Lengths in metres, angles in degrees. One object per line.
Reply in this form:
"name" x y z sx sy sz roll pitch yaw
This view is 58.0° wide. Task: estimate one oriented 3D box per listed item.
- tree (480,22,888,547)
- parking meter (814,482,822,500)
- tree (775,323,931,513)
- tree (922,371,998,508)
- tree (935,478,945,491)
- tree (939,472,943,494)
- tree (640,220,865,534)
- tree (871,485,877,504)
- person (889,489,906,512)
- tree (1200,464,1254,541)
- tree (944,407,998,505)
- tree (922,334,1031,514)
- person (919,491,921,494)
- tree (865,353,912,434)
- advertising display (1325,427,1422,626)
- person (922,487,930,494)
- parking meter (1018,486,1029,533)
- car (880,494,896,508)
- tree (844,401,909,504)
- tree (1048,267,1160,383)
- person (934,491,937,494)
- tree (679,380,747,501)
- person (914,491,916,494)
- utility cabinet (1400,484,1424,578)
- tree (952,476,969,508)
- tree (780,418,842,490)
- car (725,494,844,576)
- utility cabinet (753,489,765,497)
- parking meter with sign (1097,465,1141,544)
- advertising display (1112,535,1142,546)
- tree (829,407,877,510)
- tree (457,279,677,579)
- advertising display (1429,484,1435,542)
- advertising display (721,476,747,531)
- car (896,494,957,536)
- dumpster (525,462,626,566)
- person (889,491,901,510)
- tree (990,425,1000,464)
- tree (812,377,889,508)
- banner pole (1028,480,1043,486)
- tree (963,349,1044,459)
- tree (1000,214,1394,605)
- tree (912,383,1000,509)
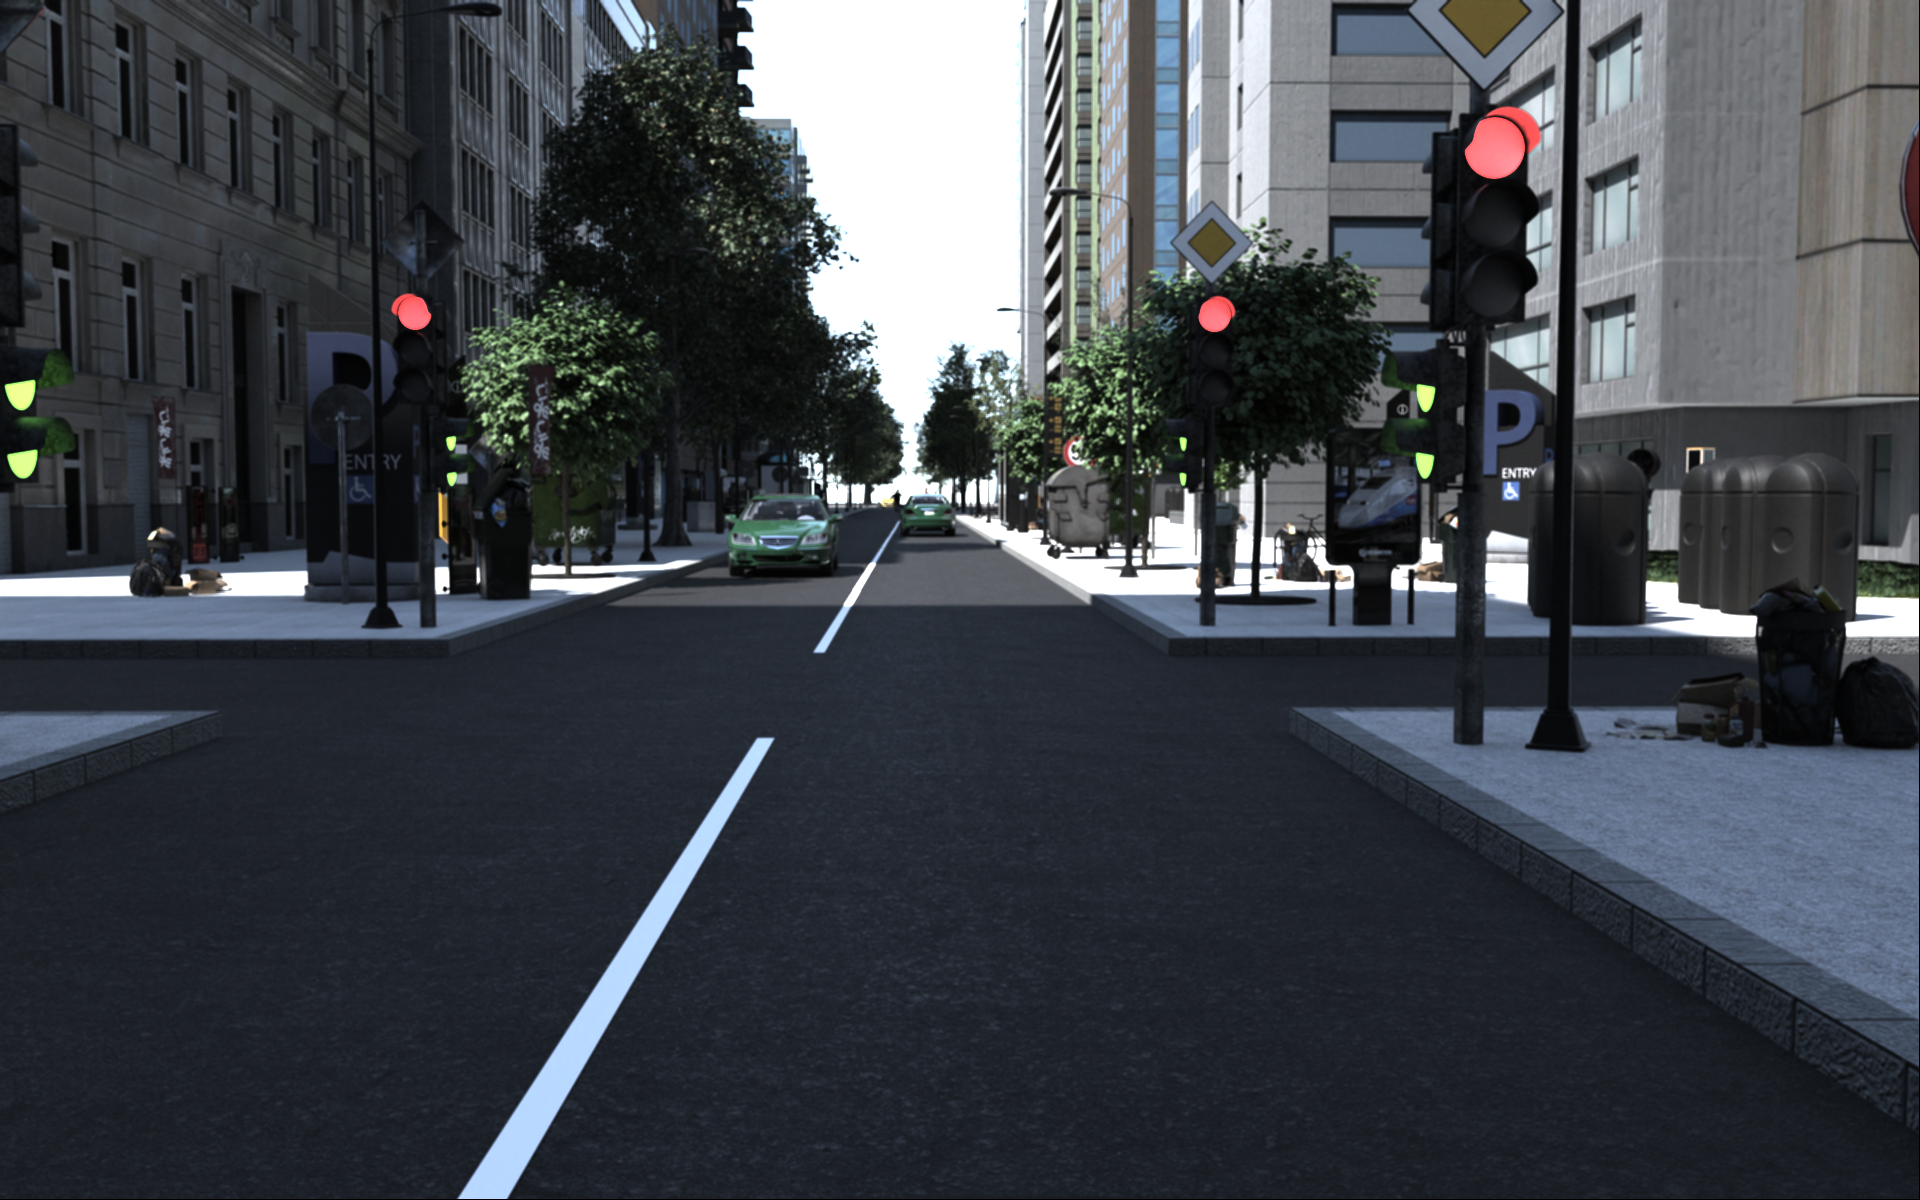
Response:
"tree" -7.038 -7.683 42.629 9.611 12.733 9.660 0 3 0
"parking meter" -6.753 -4.687 82.344 0.399 1.863 0.255 0 4 1
"tree" -9.250 -12.720 118.347 12.009 13.543 11.850 0 3 0
"tree" -0.029 -14.696 158.408 7.486 12.596 7.792 0 3 0
"tree" -2.446 -17.808 241.515 4.360 8.622 3.978 0 3 0
"tree" -2.648 -19.415 227.806 12.009 13.543 11.850 0 3 0
"tree" -7.764 -7.446 56.157 8.767 10.594 7.601 0 4 0
"tree" -12.290 -14.753 235.811 1.663 3.219 1.824 0 3 0
"person" -4.876 -7.829 136.139 1.348 1.869 0.705 0 4 5
"tree" 7.099 -3.213 47.140 1.663 3.219 1.824 0 3 0
"tree" -0.479 -15.786 175.101 9.611 12.733 9.660 0 3 0
"tree" 1.066 -11.457 113.070 9.928 11.665 9.643 0 3 0
"person" -4.588 -11.707 200.638 1.217 1.736 0.721 0 4 -6
"tree" -6.989 -8.459 72.724 8.767 10.594 7.601 0 4 6
"advertising display" 4.036 -0.715 16.911 0.974 1.923 0.123 -1 4 -15
"person" -1.886 -5.409 96.878 1.348 1.831 0.705 0 4 -4
"parking meter" 2.083 -2.980 57.126 0.372 1.533 0.369 0 3 0
"car" -7.161 -10.260 177.974 2.015 1.641 3.980 0 4 -1
"tree" -11.240 -18.977 216.932 9.857 13.997 8.962 0 3 0
"tree" 4.951 -6.413 55.219 4.360 8.622 3.978 0 3 0
"person" -2.049 -8.213 143.718 0.436 1.711 0.756 3 4 39
"tree" -12.262 -8.091 82.648 4.737 8.622 4.395 0 3 0
"person" -6.005 -13.580 230.557 0.705 1.821 1.348 1 4 10
"utility cabinet" 6.977 -1.101 26.687 0.318 1.500 1.173 1 4 17
"tree" 0.245 -10.437 165.243 1.663 3.219 1.824 0 3 0
"tree" -8.360 -9.072 98.686 4.737 8.622 4.395 0 3 0
"car" -3.182 -1.219 31.731 2.131 1.459 4.920 0 4 -2
"utility cabinet" -8.862 -4.137 76.322 0.318 1.500 1.173 0 4 7
"parking meter with sign" 4.111 -2.994 45.214 0.543 3.016 1.738 -2 4 -32
"advertising display" 4.160 -2.307 42.939 0.974 1.923 0.123 -2 4 -26
"tree" -8.671 -11.361 136.117 4.360 8.622 3.978 0 3 0
"tree" -5.983 -2.626 26.655 4.285 4.588 4.351 0 3 0
"advertising display" 12.819 -2.558 47.038 0.123 1.923 0.974 1 4 17
"advertising display" -7.940 -3.405 60.892 0.974 1.923 0.123 -2 4 -32
"car" -1.131 -2.946 59.969 2.131 1.459 4.920 0 4 -3
"dumpster" -6.970 -1.770 31.437 1.502 2.255 1.985 0 4 -1
"person" -5.906 -9.093 157.695 1.217 1.766 0.721 -1 4 -23
"tree" 3.103 -2.805 29.578 4.285 4.588 4.351 0 3 0
"tree" -10.538 -15.065 164.436 7.486 12.596 7.792 0 3 0
"banner pole" 2.867 -4.452 62.802 0.863 3.779 0.401 -1 4 -13
"tree" 2.381 -8.445 88.446 4.737 8.622 4.395 0 3 0
"tree" 3.457 -2.250 20.494 4.285 4.588 4.351 0 3 0
"tree" 0.118 -12.829 144.160 8.767 10.594 7.601 -1 4 -20
